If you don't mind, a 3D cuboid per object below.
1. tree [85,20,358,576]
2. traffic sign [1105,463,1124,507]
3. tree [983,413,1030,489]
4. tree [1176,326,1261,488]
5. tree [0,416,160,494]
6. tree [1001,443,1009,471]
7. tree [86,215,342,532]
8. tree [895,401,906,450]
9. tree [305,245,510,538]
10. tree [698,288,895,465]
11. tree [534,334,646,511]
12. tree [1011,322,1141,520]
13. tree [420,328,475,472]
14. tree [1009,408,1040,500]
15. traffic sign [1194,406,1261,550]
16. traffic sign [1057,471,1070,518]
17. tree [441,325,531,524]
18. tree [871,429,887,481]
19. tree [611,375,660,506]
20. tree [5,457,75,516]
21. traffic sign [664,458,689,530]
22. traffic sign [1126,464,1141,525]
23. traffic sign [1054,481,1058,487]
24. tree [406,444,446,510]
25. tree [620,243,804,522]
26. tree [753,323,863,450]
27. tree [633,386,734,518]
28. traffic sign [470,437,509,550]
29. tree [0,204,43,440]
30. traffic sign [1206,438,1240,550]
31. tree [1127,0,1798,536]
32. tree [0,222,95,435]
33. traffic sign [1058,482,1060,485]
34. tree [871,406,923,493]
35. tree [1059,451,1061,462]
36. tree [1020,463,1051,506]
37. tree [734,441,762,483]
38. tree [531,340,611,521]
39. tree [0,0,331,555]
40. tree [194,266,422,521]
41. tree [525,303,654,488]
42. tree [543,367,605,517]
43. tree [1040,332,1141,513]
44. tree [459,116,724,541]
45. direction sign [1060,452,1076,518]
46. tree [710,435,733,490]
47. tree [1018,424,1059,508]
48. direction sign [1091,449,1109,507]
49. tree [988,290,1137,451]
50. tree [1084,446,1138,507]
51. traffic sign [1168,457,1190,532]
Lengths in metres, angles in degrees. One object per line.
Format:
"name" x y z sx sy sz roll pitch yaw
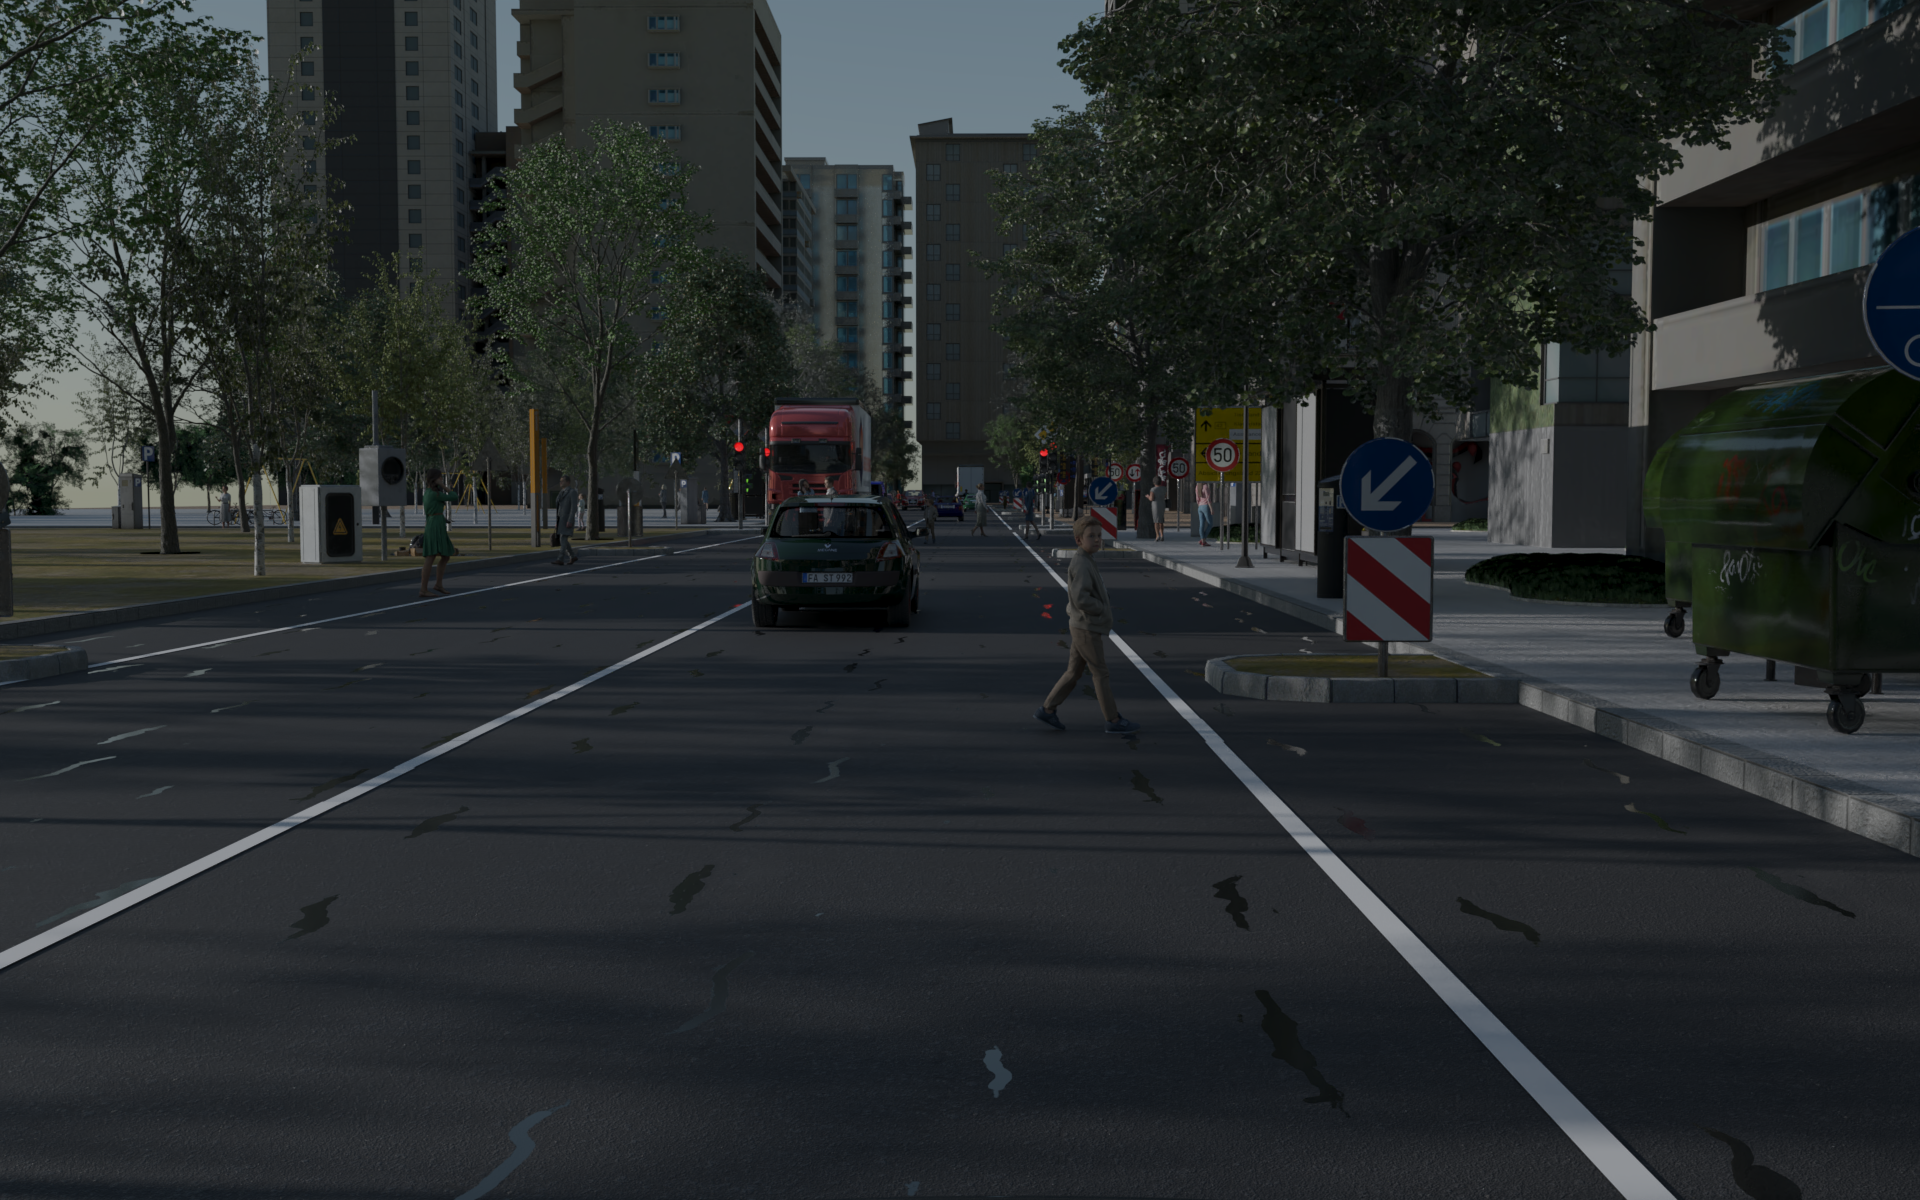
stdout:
"tree" -11.177 -4.678 26.848 4.360 8.622 3.978 0 3 0
"traffic sign" 6.316 -4.324 70.803 0.768 2.556 0.104 0 4 5
"tree" 6.906 -17.678 214.787 9.928 11.665 9.643 0 3 0
"tree" 11.104 -7.459 72.313 4.360 8.622 3.978 0 3 0
"tree" -52.343 -9.375 116.190 11.467 7.101 20.602 3 4 37
"tree" 6.888 -14.862 193.359 4.737 8.622 4.395 0 3 0
"tree" -24.363 -7.558 57.989 7.601 10.594 8.767 0 4 8
"tree" -9.975 -15.410 162.323 12.009 13.543 11.850 0 3 0
"tree" -16.660 -6.145 50.841 4.737 8.622 4.395 0 3 0
"tree" -10.592 -11.763 102.689 12.009 13.543 11.850 0 3 0
"tree" -27.912 -13.472 130.631 12.009 13.543 11.850 0 3 0
"tree" 6.129 -9.323 86.849 7.601 10.594 8.767 0 4 -3
"tree" -31.891 -10.921 95.561 9.611 12.733 9.660 0 3 0
"tree" 6.236 -11.096 131.789 4.737 8.622 4.395 0 3 0
"traffic sign" 6.533 -2.819 39.971 2.265 3.308 0.079 0 4 5
"traffic sign" 5.602 -5.722 93.655 0.768 2.556 0.104 0 4 1
"tree" -20.943 -7.597 74.574 4.360 8.622 3.978 0 3 0
"tree" -9.814 -14.484 187.172 4.360 8.622 3.978 0 3 0
"tree" -19.447 -9.423 104.428 4.360 8.622 3.978 0 3 0
"tree" -60.201 -12.007 98.139 13.155 14.587 18.604 0 4 4
"traffic sign" -10.103 -3.773 61.693 0.884 2.594 0.081 0 4 2
"traffic sign" 7.294 -4.415 72.290 0.768 2.556 0.104 1 4 9
"traffic sign" 7.366 -7.836 128.117 0.884 2.594 0.081 1 4 10
"tree" -50.408 -10.659 137.186 11.467 7.101 20.602 2 4 25
"tree" -10.930 -9.931 79.382 9.611 12.733 9.660 0 3 0
"tree" -10.198 -12.045 115.069 7.486 12.596 7.792 0 3 0
"tree" -15.506 -8.772 93.790 4.737 8.622 4.395 0 3 0
"traffic sign" -10.691 -2.406 39.341 0.884 2.594 0.081 0 4 2
"tree" -34.525 -9.092 55.304 9.857 13.997 8.962 0 3 0
"traffic sign" 5.985 -2.411 39.521 0.768 2.556 0.104 0 4 6
"tree" 5.267 -7.007 21.214 9.857 13.997 8.962 0 3 0
"tree" -25.757 -5.802 45.218 4.360 8.622 3.978 0 3 0
"traffic sign" 6.588 -6.745 110.393 0.768 2.556 0.104 0 4 1
"tree" -9.450 -18.641 221.791 9.611 12.733 9.660 0 3 0
"tree" 11.010 -11.587 139.809 4.360 8.622 3.978 0 3 0
"tree" 7.196 -11.181 166.517 4.285 4.588 4.351 0 3 0
"tree" -16.774 -11.221 133.825 4.737 8.622 4.395 0 3 0
"tree" -19.780 -8.103 82.839 4.360 8.622 3.978 0 3 0
"tree" -17.014 -6.790 36.780 9.928 11.665 9.643 0 3 0
"tree" -31.725 -10.146 82.889 9.611 12.733 9.660 0 3 0
"tree" -24.303 -12.789 115.756 9.857 13.997 8.962 0 3 0
"tree" -21.813 -9.005 97.586 4.737 8.622 4.395 0 3 0
"tree" 6.139 -7.666 75.700 4.737 8.622 4.395 0 3 0
"tree" -10.100 -7.470 47.896 9.928 11.665 9.643 0 3 0
"direction sign" 5.805 -6.188 93.166 0.876 3.537 0.379 0 4 -1
"tree" -19.178 -11.770 142.800 4.360 8.622 3.978 0 3 0
"tree" 7.218 -12.732 158.535 4.360 8.622 3.978 0 3 0
"direction sign" 6.390 -5.327 79.089 0.876 3.537 0.379 2 4 34
"tree" 6.771 -11.759 102.637 12.009 13.543 11.850 0 3 0
"tree" 11.294 -10.901 128.600 4.360 8.622 3.978 0 3 0
"traffic sign" 7.487 -3.620 59.300 0.768 2.556 0.104 0 4 2
